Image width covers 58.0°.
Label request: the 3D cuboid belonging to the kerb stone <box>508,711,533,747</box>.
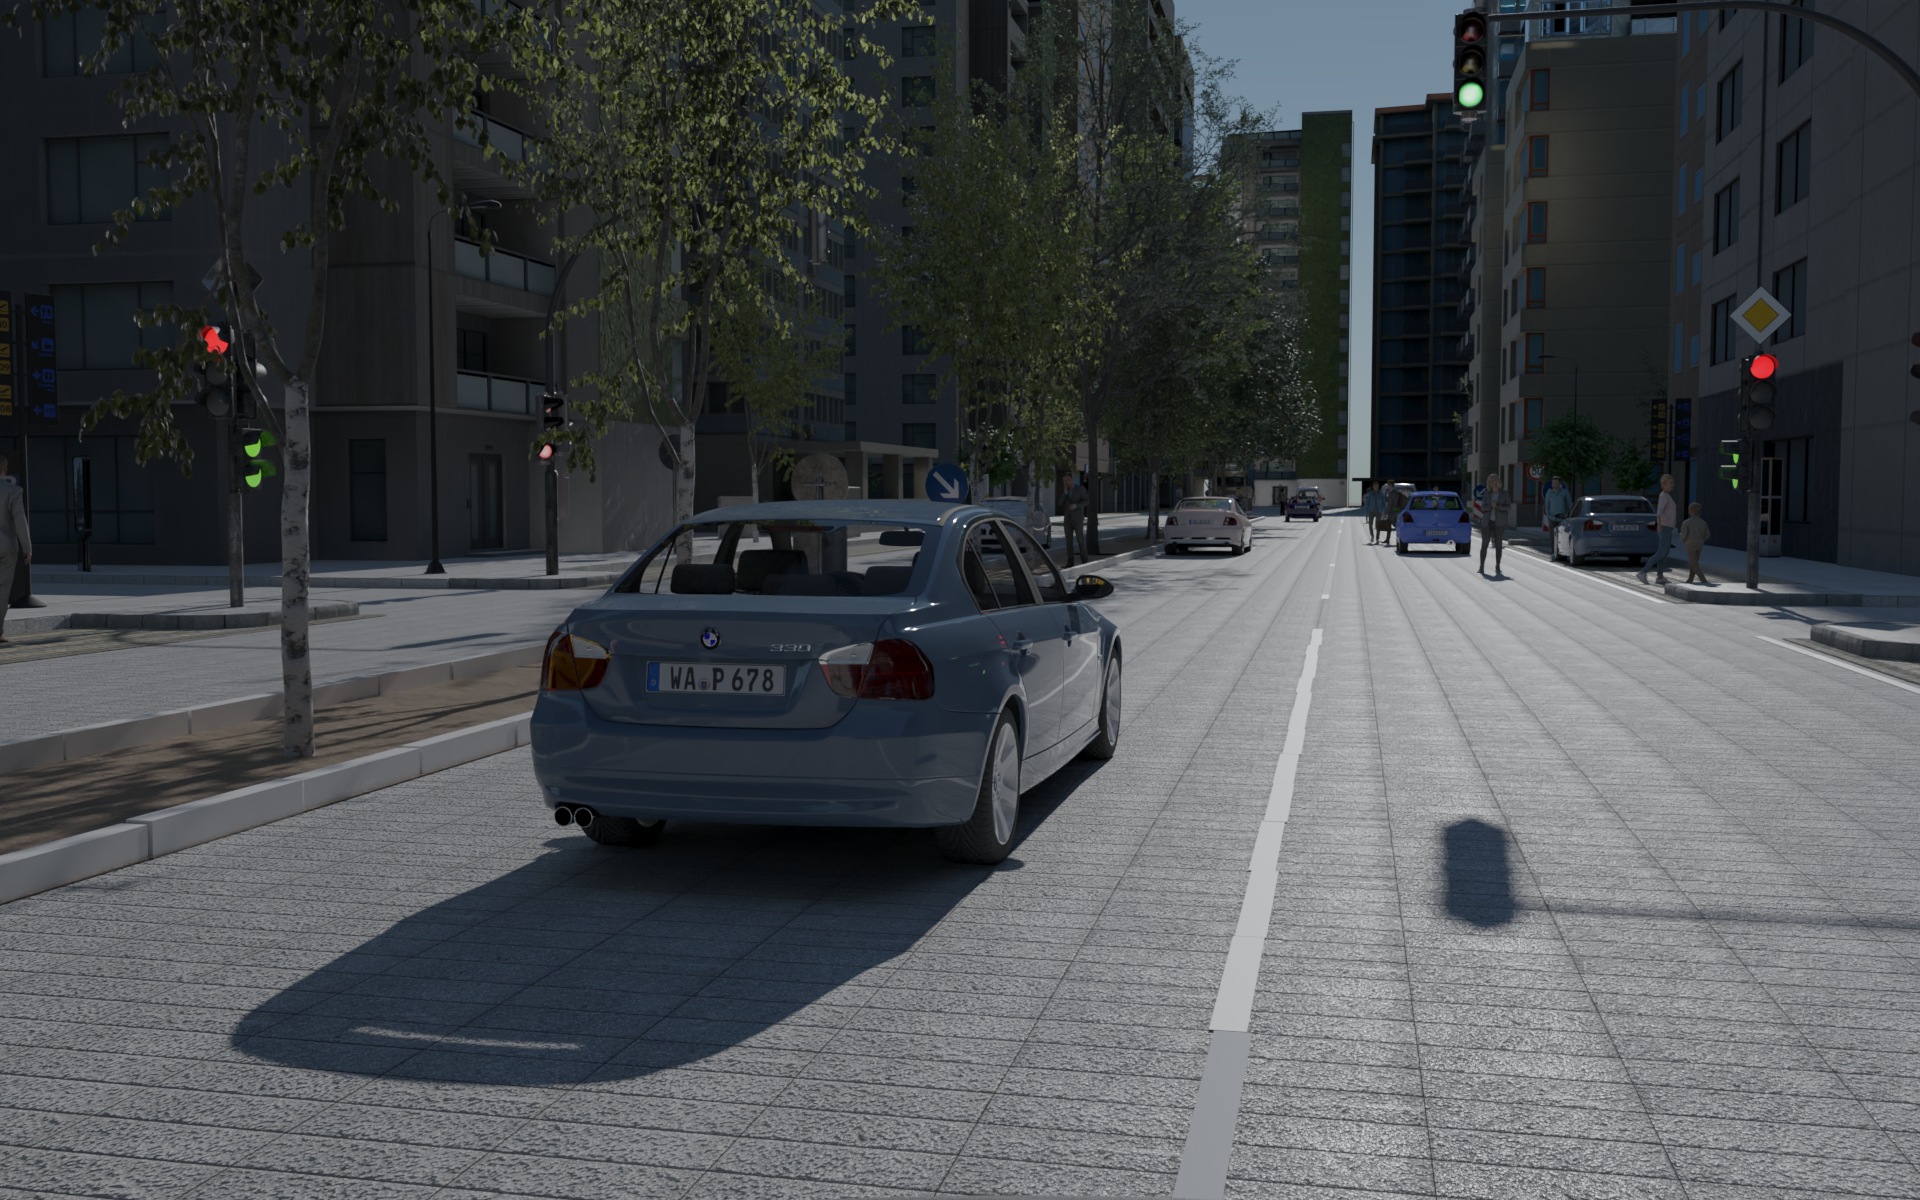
[{"bbox_3d":[-2.451,0.727,10.303,0.120,0.150,1.000,1,4,13],"label":"kerb stone"}]

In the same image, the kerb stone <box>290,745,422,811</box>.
[{"bbox_3d":[-2.906,0.856,8.302,0.120,0.150,1.000,1,4,13],"label":"kerb stone"}]

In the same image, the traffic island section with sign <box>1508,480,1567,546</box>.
[{"bbox_3d":[16.335,-2.419,48.179,1.989,1.847,2.006,1,4,13],"label":"traffic island section with sign"}]

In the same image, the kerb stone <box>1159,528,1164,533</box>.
[{"bbox_3d":[7.721,-2.638,65.327,0.120,0.150,1.000,1,4,13],"label":"kerb stone"}]

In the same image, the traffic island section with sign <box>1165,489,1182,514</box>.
[{"bbox_3d":[16.103,-7.225,126.758,1.989,1.847,2.006,1,4,13],"label":"traffic island section with sign"}]

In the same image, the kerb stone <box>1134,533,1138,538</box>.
[{"bbox_3d":[5.483,-2.026,55.315,0.120,0.150,1.000,1,4,13],"label":"kerb stone"}]

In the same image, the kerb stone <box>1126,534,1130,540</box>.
[{"bbox_3d":[5.030,-1.903,53.315,0.120,0.150,1.000,1,4,13],"label":"kerb stone"}]

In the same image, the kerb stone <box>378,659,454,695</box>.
[{"bbox_3d":[-4.055,0.577,12.766,0.120,0.150,1.000,1,4,13],"label":"kerb stone"}]

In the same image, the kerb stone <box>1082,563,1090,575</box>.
[{"bbox_3d":[2.145,-0.529,30.848,0.120,0.150,1.000,1,4,13],"label":"kerb stone"}]

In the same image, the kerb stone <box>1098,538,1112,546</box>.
[{"bbox_3d":[4.130,-1.655,49.317,0.120,0.150,1.000,1,4,13],"label":"kerb stone"}]

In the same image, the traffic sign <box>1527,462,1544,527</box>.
[{"bbox_3d":[22.231,-4.076,66.749,0.768,2.556,0.104,1,4,21],"label":"traffic sign"}]

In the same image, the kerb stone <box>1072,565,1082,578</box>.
[{"bbox_3d":[1.923,-0.468,29.846,0.120,0.150,1.000,1,4,13],"label":"kerb stone"}]

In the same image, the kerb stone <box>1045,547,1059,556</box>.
[{"bbox_3d":[2.107,-1.103,40.299,0.120,0.150,1.000,1,4,13],"label":"kerb stone"}]

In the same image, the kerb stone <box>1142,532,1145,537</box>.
[{"bbox_3d":[5.926,-2.147,57.324,0.120,0.150,1.000,1,4,13],"label":"kerb stone"}]

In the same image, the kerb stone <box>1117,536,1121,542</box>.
[{"bbox_3d":[4.580,-1.781,51.316,0.120,0.150,1.000,1,4,13],"label":"kerb stone"}]

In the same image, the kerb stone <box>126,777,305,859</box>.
[{"bbox_3d":[-3.120,0.911,7.302,0.120,0.150,1.000,1,4,13],"label":"kerb stone"}]

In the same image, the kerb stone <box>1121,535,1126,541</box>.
[{"bbox_3d":[4.807,-1.841,52.318,0.120,0.150,1.000,1,4,13],"label":"kerb stone"}]

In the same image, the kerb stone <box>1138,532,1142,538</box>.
[{"bbox_3d":[5.709,-2.087,56.324,0.120,0.150,1.000,1,4,13],"label":"kerb stone"}]

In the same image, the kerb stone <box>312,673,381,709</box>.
[{"bbox_3d":[-4.281,0.641,11.769,0.120,0.150,1.000,1,4,13],"label":"kerb stone"}]

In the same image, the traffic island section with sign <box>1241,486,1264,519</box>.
[{"bbox_3d":[16.370,-5.559,99.033,2.006,1.907,1.989,1,4,13],"label":"traffic island section with sign"}]

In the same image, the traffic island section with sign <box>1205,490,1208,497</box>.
[{"bbox_3d":[22.010,-8.838,153.124,1.989,1.847,2.006,1,4,13],"label":"traffic island section with sign"}]

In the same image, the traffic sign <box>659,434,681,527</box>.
[{"bbox_3d":[-6.079,-2.251,36.917,0.768,2.556,0.104,1,4,16],"label":"traffic sign"}]

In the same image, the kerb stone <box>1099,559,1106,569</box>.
[{"bbox_3d":[2.592,-0.651,32.844,0.120,0.150,1.000,1,4,13],"label":"kerb stone"}]

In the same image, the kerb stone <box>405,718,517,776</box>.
[{"bbox_3d":[-2.682,0.788,9.305,0.120,0.150,1.000,1,4,13],"label":"kerb stone"}]

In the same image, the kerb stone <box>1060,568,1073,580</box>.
[{"bbox_3d":[1.697,-0.407,28.844,0.120,0.150,1.000,1,4,13],"label":"kerb stone"}]

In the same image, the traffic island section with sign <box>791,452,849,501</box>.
[{"bbox_3d":[-1.683,-0.633,18.478,2.006,1.907,1.989,1,4,13],"label":"traffic island section with sign"}]

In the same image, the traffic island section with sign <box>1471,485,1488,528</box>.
[{"bbox_3d":[22.236,-4.028,74.483,1.989,1.847,2.006,1,4,13],"label":"traffic island section with sign"}]

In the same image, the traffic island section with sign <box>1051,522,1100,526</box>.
[{"bbox_3d":[5.275,-4.270,78.448,1.989,1.847,2.006,1,4,13],"label":"traffic island section with sign"}]

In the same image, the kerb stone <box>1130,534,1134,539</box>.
[{"bbox_3d":[5.251,-1.957,54.320,0.120,0.150,1.000,1,4,13],"label":"kerb stone"}]

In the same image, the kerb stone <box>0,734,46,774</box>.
[{"bbox_3d":[-4.955,0.821,8.772,0.120,0.150,1.000,1,4,13],"label":"kerb stone"}]

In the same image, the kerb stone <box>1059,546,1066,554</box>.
[{"bbox_3d":[2.333,-1.168,41.296,0.120,0.150,1.000,1,4,13],"label":"kerb stone"}]

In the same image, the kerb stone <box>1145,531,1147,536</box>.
[{"bbox_3d":[6.155,-2.209,58.321,0.120,0.150,1.000,1,4,13],"label":"kerb stone"}]

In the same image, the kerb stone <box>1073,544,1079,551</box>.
[{"bbox_3d":[2.779,-1.291,43.305,0.120,0.150,1.000,1,4,13],"label":"kerb stone"}]

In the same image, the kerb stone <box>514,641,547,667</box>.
[{"bbox_3d":[-3.607,0.455,14.760,0.120,0.150,1.000,1,4,13],"label":"kerb stone"}]

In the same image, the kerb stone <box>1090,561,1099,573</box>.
[{"bbox_3d":[2.372,-0.590,31.845,0.120,0.150,1.000,1,4,13],"label":"kerb stone"}]

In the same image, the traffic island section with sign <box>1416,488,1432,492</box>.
[{"bbox_3d":[33.096,-6.990,122.920,1.989,1.847,2.006,1,4,13],"label":"traffic island section with sign"}]

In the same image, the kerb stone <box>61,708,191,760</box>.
[{"bbox_3d":[-4.732,0.760,9.770,0.120,0.150,1.000,1,4,13],"label":"kerb stone"}]

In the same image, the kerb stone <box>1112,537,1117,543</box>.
[{"bbox_3d":[4.363,-1.720,50.312,0.120,0.150,1.000,1,4,13],"label":"kerb stone"}]

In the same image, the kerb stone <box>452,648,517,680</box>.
[{"bbox_3d":[-3.828,0.518,13.762,0.120,0.150,1.000,1,4,13],"label":"kerb stone"}]

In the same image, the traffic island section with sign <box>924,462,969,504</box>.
[{"bbox_3d":[-0.054,-1.075,25.705,2.006,1.907,1.989,1,4,13],"label":"traffic island section with sign"}]

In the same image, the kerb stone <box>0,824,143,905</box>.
[{"bbox_3d":[-3.347,0.983,6.307,0.120,0.150,1.000,1,4,13],"label":"kerb stone"}]

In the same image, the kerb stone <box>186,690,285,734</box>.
[{"bbox_3d":[-4.507,0.699,10.772,0.120,0.150,1.000,1,4,13],"label":"kerb stone"}]

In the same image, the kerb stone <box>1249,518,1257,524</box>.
[{"bbox_3d":[14.702,-3.956,86.872,0.120,0.150,1.000,1,4,13],"label":"kerb stone"}]
